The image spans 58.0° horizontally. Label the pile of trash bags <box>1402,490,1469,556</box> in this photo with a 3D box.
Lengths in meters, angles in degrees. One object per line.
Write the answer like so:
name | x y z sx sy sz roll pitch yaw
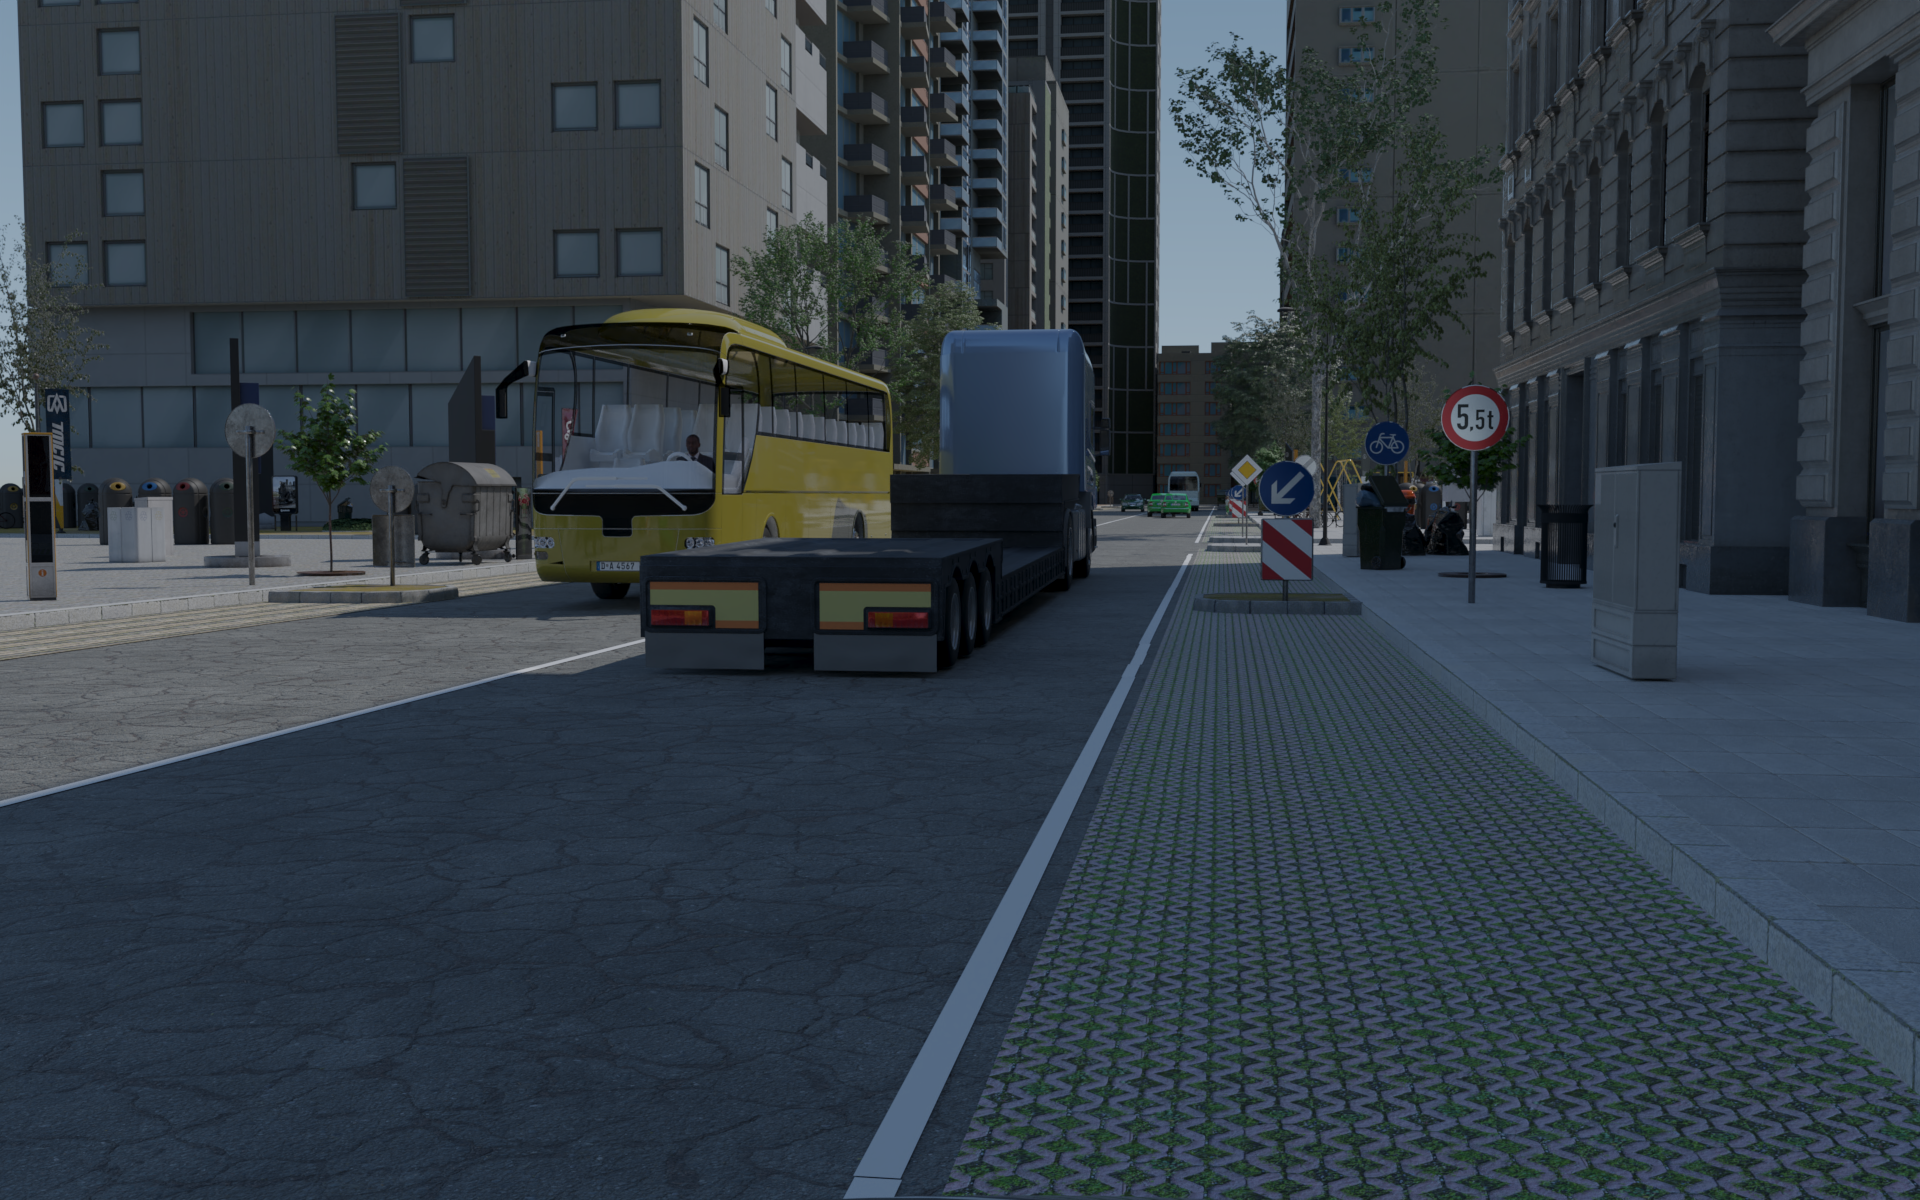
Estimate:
pile of trash bags | 9.854 -1.701 37.572 1.912 1.369 3.447 0 4 6

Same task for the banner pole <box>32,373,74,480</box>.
banner pole | -18.980 -2.822 36.155 0.863 3.779 0.401 -3 5 -41

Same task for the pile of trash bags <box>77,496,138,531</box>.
pile of trash bags | -29.193 -3.106 60.531 3.447 1.369 1.912 2 4 33

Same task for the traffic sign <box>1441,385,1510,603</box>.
traffic sign | 6.012 -1.234 20.274 0.768 2.556 0.104 1 4 13

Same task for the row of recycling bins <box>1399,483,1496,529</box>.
row of recycling bins | 17.669 -3.438 63.326 3.534 1.692 1.069 0 4 4

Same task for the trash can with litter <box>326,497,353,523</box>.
trash can with litter | -22.907 -3.205 63.796 1.055 1.170 0.624 -1 4 -23

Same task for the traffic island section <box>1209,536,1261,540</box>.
traffic island section | 8.447 -1.796 51.650 2.009 0.180 2.903 1 4 9

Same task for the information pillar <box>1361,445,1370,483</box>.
information pillar | 19.224 -5.557 82.210 0.504 3.616 0.183 -2 4 -28

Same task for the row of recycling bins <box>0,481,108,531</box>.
row of recycling bins | -34.184 -3.545 65.066 3.534 1.692 1.069 -1 4 -11

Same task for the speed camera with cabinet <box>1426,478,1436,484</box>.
speed camera with cabinet | 34.061 -7.867 122.962 2.038 3.252 0.660 -2 4 -26

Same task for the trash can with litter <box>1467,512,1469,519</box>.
trash can with litter | 27.598 -4.841 90.202 2.233 1.210 1.678 1 4 14

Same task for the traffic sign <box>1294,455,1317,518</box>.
traffic sign | 11.238 -3.448 56.473 0.768 2.556 0.104 1 4 13

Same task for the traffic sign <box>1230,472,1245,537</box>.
traffic sign | 8.423 -2.932 51.577 0.795 2.450 0.064 1 4 9

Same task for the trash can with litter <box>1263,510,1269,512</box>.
trash can with litter | 22.464 -6.987 125.626 1.055 1.170 0.624 1 4 13

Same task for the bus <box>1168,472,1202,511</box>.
bus | 19.229 -9.396 148.492 2.948 3.499 13.247 0 4 8

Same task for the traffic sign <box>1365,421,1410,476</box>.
traffic sign | 7.490 -1.854 30.424 0.768 2.556 0.104 1 4 18

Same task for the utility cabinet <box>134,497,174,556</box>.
utility cabinet | -16.660 -1.507 35.803 0.306 1.237 1.020 0 4 3

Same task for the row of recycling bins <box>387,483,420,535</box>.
row of recycling bins | -16.494 -2.924 54.912 3.534 1.692 1.069 0 4 8

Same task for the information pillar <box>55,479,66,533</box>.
information pillar | -29.530 -3.999 56.740 0.183 3.616 0.504 -3 5 -44

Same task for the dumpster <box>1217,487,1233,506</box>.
dumpster | 30.532 -11.897 199.460 1.985 2.255 1.502 0 4 7

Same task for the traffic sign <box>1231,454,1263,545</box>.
traffic sign | 7.233 -2.449 43.681 0.795 2.450 0.064 1 4 9

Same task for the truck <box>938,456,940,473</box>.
truck | 1.212 -4.501 62.509 2.839 4.237 11.283 0 4 7

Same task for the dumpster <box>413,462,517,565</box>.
dumpster | -9.101 -1.598 31.881 1.264 1.857 1.865 1 4 8

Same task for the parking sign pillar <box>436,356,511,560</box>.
parking sign pillar | -9.699 -2.810 34.412 1.447 3.967 1.447 -3 5 -39

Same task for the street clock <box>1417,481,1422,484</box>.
street clock | 25.826 -5.677 97.394 0.358 2.002 0.471 0 4 4

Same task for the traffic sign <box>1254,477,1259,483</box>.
traffic sign | 19.487 -6.882 112.628 0.768 2.556 0.104 1 4 18

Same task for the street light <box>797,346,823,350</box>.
street light | -4.981 -5.006 54.386 1.470 5.913 1.316 1 4 9

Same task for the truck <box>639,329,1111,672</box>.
truck | 0.006 -2.014 22.692 2.967 4.110 18.799 1 4 8

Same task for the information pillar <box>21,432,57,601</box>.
information pillar | -11.089 -1.001 20.862 0.304 2.012 0.304 -2 4 -33

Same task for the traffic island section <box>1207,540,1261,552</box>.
traffic island section | 7.257 -1.313 43.754 2.009 0.180 2.903 1 4 9

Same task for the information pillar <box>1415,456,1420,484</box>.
information pillar | 26.503 -6.666 100.343 0.183 3.616 0.504 -1 4 -10

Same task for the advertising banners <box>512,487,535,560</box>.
advertising banners | -8.244 -2.345 34.535 0.090 3.025 2.074 2 4 25

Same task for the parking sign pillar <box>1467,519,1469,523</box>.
parking sign pillar | 22.987 -5.354 76.004 1.447 3.967 1.447 -2 4 -30

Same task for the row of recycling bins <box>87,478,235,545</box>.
row of recycling bins | -20.059 -2.259 44.050 3.534 1.692 1.069 0 4 -5

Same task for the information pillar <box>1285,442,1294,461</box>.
information pillar | 14.846 -5.311 78.196 0.183 3.616 0.504 -2 4 -30

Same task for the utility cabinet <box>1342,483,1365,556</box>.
utility cabinet | 8.119 -1.649 35.648 0.318 1.500 1.173 1 4 22

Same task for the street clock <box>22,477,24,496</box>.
street clock | -39.109 -4.155 72.510 0.358 2.002 0.471 -2 4 -30

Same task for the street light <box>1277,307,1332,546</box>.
street light | 8.580 -4.320 43.170 1.470 5.913 1.316 1 4 9

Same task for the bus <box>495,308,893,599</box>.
bus | -3.339 -2.151 26.717 2.896 3.916 12.252 0 4 8

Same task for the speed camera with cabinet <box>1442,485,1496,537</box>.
speed camera with cabinet | 15.651 -3.542 52.249 2.038 3.252 0.660 0 4 -1

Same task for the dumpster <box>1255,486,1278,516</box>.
dumpster | 18.191 -6.096 102.170 1.502 2.255 1.985 1 4 9

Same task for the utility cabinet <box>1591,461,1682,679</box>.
utility cabinet | 4.800 -0.225 12.364 0.318 1.500 1.173 0 4 7

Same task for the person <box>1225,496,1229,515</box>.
person | 17.418 -6.123 112.862 0.306 1.304 0.590 2 4 25

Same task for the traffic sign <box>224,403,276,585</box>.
traffic sign | -9.974 -1.481 24.326 0.768 2.556 0.104 1 4 9
